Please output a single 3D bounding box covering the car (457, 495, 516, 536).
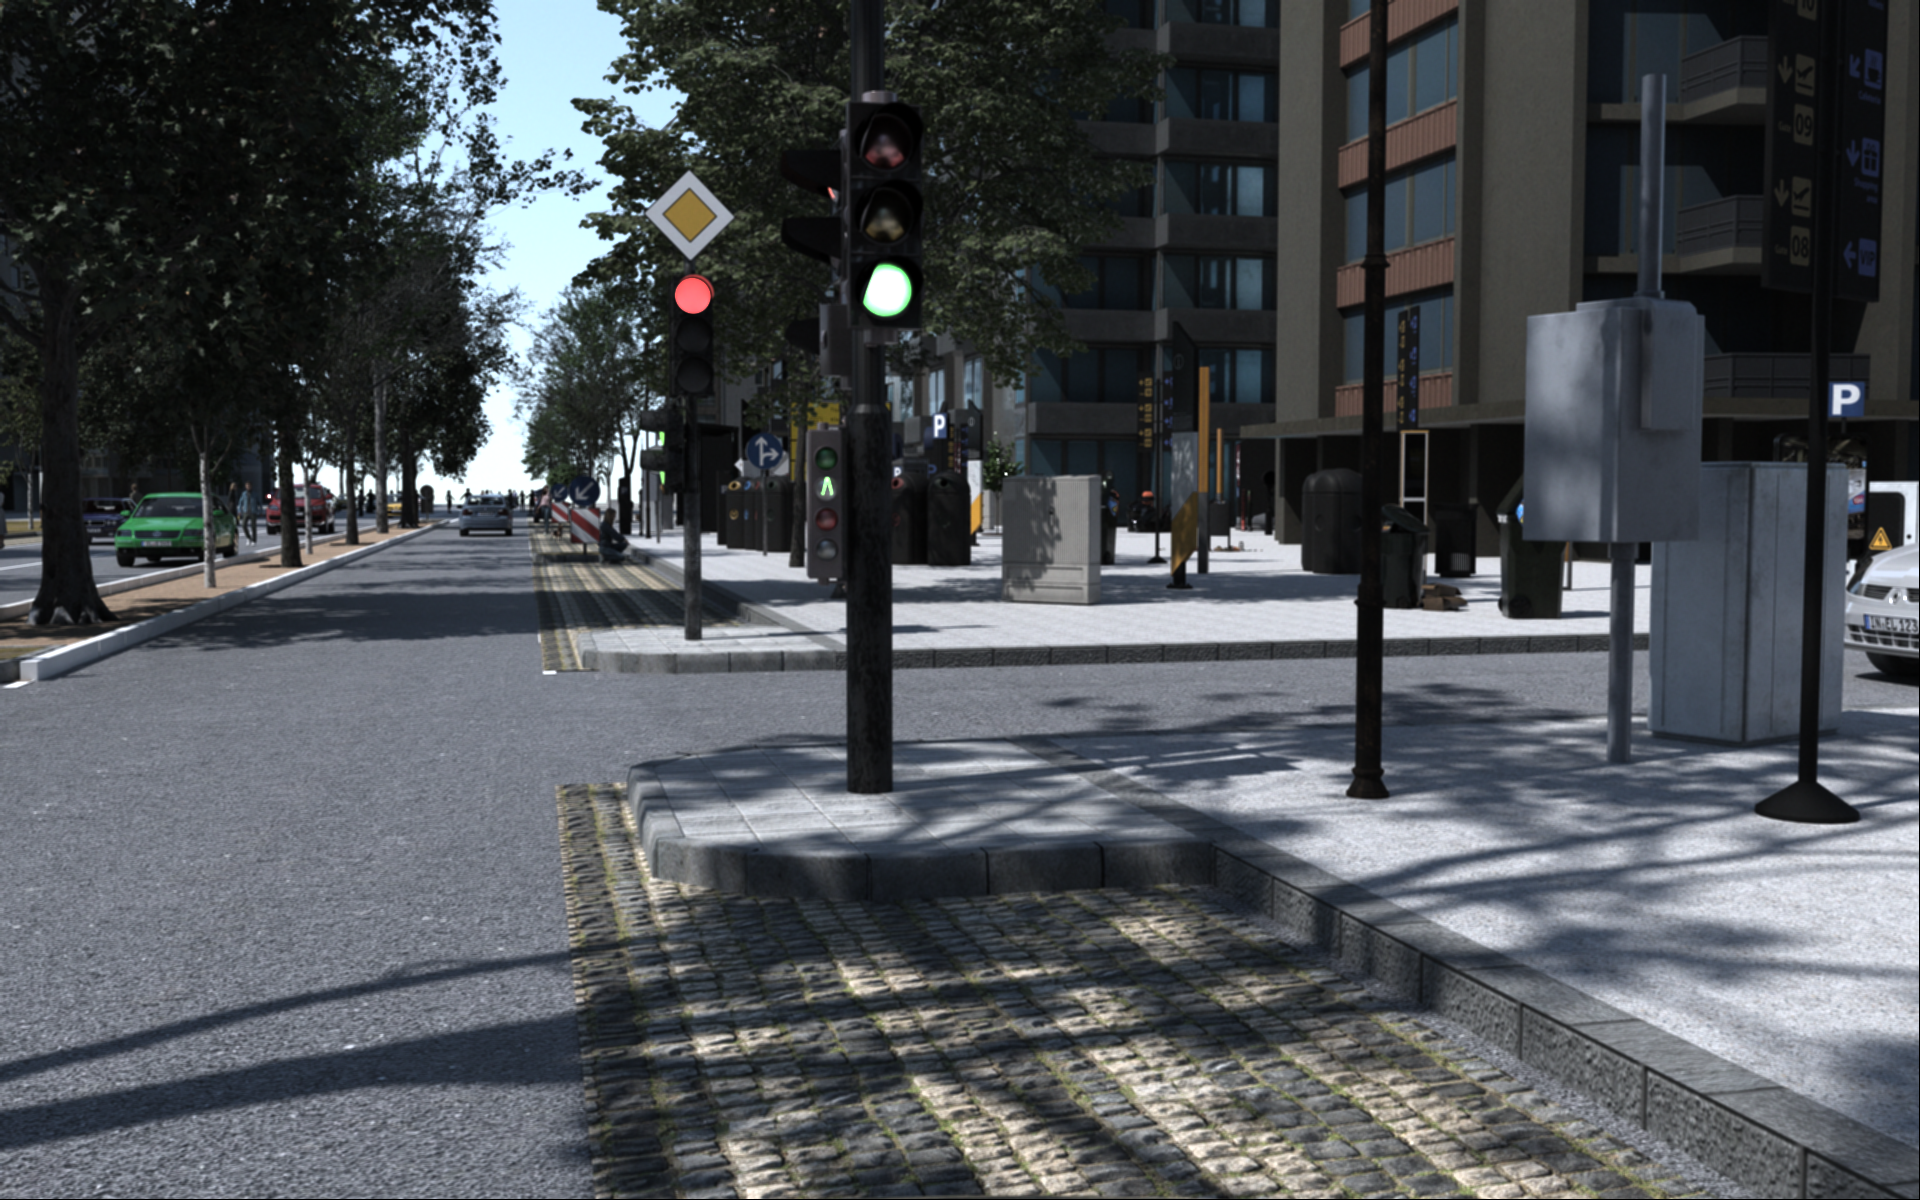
[{"bbox_3d":[-16.432,-2.941,60.085,2.014,1.417,4.499,-1,4,-14],"label":"car"}]

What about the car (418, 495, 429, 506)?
[{"bbox_3d":[-58.789,-10.830,189.432,2.083,1.381,4.827,-1,4,-13],"label":"car"}]

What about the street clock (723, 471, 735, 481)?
[{"bbox_3d":[-7.248,-3.037,54.221,0.358,2.002,0.471,1,4,17],"label":"street clock"}]

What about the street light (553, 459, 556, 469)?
[{"bbox_3d":[-47.967,-14.196,204.894,0.468,5.910,1.993,-1,4,-14],"label":"street light"}]

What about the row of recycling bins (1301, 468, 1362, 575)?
[{"bbox_3d":[6.265,-1.353,29.229,1.069,1.692,3.534,0,4,7],"label":"row of recycling bins"}]

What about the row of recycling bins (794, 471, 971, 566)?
[{"bbox_3d":[-1.302,-1.515,31.881,3.534,1.692,1.069,2,4,34],"label":"row of recycling bins"}]

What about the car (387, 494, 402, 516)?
[{"bbox_3d":[-32.962,-5.587,101.563,2.015,1.641,3.980,-1,4,-15],"label":"car"}]

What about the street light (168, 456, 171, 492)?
[{"bbox_3d":[-38.902,-6.873,85.158,0.468,5.910,1.993,-1,4,-14],"label":"street light"}]

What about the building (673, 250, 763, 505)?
[{"bbox_3d":[-28.378,-26.981,212.834,14.160,30.474,14.107,-1,4,-14],"label":"building"}]

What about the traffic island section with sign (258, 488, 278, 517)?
[{"bbox_3d":[-42.481,-6.060,107.705,1.989,1.847,2.006,-1,4,-14],"label":"traffic island section with sign"}]

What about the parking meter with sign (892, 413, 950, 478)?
[{"bbox_3d":[-1.077,-2.486,36.900,1.738,3.016,0.543,-3,4,-36],"label":"parking meter with sign"}]

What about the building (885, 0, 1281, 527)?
[{"bbox_3d":[8.599,-28.100,79.041,23.786,49.044,30.456,-1,4,-14],"label":"building"}]

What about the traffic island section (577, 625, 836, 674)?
[{"bbox_3d":[-2.327,0.429,15.264,2.009,0.180,2.903,-1,4,-14],"label":"traffic island section"}]

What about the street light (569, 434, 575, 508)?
[{"bbox_3d":[-27.859,-9.286,124.614,0.468,5.910,1.993,-1,4,-14],"label":"street light"}]

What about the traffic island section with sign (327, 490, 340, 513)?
[{"bbox_3d":[-49.064,-7.661,133.881,1.989,1.847,2.006,-1,4,-14],"label":"traffic island section with sign"}]

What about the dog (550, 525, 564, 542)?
[{"bbox_3d":[-12.096,-1.999,51.975,0.540,0.507,0.406,0,4,6],"label":"dog"}]

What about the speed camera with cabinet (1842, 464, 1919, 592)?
[{"bbox_3d":[12.853,-1.741,22.799,0.660,3.252,2.038,-2,4,-30],"label":"speed camera with cabinet"}]

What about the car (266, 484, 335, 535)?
[{"bbox_3d":[-23.931,-3.319,62.941,2.281,1.827,5.304,-1,4,-16],"label":"car"}]

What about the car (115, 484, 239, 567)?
[{"bbox_3d":[-16.122,-1.649,35.761,1.959,1.807,4.718,-1,4,-14],"label":"car"}]

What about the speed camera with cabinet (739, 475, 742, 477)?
[{"bbox_3d":[-10.839,-5.452,83.481,0.660,3.252,2.038,-2,4,-31],"label":"speed camera with cabinet"}]

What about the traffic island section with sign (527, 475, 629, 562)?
[{"bbox_3d":[-8.169,-1.741,37.092,1.989,1.847,2.006,-1,4,-14],"label":"traffic island section with sign"}]

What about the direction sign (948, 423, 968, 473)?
[{"bbox_3d":[-0.081,-3.891,55.616,0.876,3.537,0.379,0,4,2],"label":"direction sign"}]

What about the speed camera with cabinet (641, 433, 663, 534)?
[{"bbox_3d":[-10.095,-3.822,56.827,0.660,3.252,2.038,0,4,-7],"label":"speed camera with cabinet"}]

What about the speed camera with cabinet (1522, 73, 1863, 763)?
[{"bbox_3d":[3.739,-0.886,8.826,2.038,3.252,0.660,-2,4,-35],"label":"speed camera with cabinet"}]

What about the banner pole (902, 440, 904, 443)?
[{"bbox_3d":[-2.709,-4.945,70.870,0.863,3.779,0.401,0,4,-6],"label":"banner pole"}]

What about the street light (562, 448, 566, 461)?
[{"bbox_3d":[-37.171,-11.601,162.470,0.468,5.910,1.993,-1,4,-14],"label":"street light"}]

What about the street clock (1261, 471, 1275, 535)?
[{"bbox_3d":[9.665,-3.033,54.162,0.471,2.002,0.358,-1,4,-12],"label":"street clock"}]

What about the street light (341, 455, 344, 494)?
[{"bbox_3d":[-59.115,-11.806,165.817,0.468,5.910,1.993,-1,4,-14],"label":"street light"}]

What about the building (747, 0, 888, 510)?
[{"bbox_3d":[-5.487,-29.673,139.784,22.147,44.769,28.867,-1,4,-14],"label":"building"}]

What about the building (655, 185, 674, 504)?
[{"bbox_3d":[-29.844,-35.498,235.013,22.147,44.769,28.867,-1,4,-14],"label":"building"}]

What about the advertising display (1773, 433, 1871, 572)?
[{"bbox_3d":[9.123,-0.805,18.378,0.974,1.923,0.123,0,4,0],"label":"advertising display"}]

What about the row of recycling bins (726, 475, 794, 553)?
[{"bbox_3d":[-4.429,-1.984,39.547,1.069,1.692,3.534,-2,4,-26],"label":"row of recycling bins"}]

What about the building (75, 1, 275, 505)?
[{"bbox_3d":[-96.125,-40.748,208.231,21.231,58.520,28.212,-1,4,-14],"label":"building"}]

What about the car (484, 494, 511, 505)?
[{"bbox_3d":[-29.045,-5.876,107.876,2.131,1.459,4.920,-1,4,-16],"label":"car"}]

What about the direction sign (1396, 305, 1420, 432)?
[{"bbox_3d":[5.492,-1.792,21.296,0.379,3.537,0.876,0,4,-1],"label":"direction sign"}]

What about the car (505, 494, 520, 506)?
[{"bbox_3d":[-54.024,-12.024,208.381,2.131,1.459,4.920,-1,4,-16],"label":"car"}]

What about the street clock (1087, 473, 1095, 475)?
[{"bbox_3d":[4.596,-3.445,60.902,0.358,2.002,0.471,1,4,16],"label":"street clock"}]

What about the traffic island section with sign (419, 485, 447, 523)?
[{"bbox_3d":[-26.599,-4.781,86.305,2.006,1.907,1.989,-1,4,-14],"label":"traffic island section with sign"}]

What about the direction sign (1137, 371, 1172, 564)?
[{"bbox_3d":[3.660,-2.449,32.031,0.876,3.537,0.379,3,4,36],"label":"direction sign"}]

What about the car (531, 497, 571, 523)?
[{"bbox_3d":[-20.336,-4.503,86.207,1.945,1.354,3.894,-1,4,-13],"label":"car"}]

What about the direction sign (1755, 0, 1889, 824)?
[{"bbox_3d":[3.379,-0.906,6.806,0.876,3.537,0.379,-3,4,-37],"label":"direction sign"}]

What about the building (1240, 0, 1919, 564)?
[{"bbox_3d":[21.985,-23.738,42.736,28.867,44.769,22.147,-1,4,-14],"label":"building"}]

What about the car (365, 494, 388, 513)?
[{"bbox_3d":[-45.017,-7.498,134.392,2.131,1.459,4.920,-1,4,-14],"label":"car"}]

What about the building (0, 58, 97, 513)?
[{"bbox_3d":[-78.183,-32.448,119.760,28.713,52.752,27.495,-1,4,-14],"label":"building"}]

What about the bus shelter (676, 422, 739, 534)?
[{"bbox_3d":[-8.655,-4.142,59.000,1.731,3.624,6.357,-1,4,-14],"label":"bus shelter"}]

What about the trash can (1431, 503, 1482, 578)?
[{"bbox_3d":[7.618,-0.915,26.614,0.748,1.137,0.748,0,3,0],"label":"trash can"}]

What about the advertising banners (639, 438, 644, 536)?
[{"bbox_3d":[-9.815,-3.497,53.370,0.090,3.025,2.074,0,4,-8],"label":"advertising banners"}]

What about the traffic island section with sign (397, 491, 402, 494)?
[{"bbox_3d":[-69.317,-12.591,214.487,1.989,1.847,2.006,-1,4,-14],"label":"traffic island section with sign"}]

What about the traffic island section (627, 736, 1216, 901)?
[{"bbox_3d":[-0.380,0.903,7.519,2.009,0.180,2.903,-1,4,-14],"label":"traffic island section"}]

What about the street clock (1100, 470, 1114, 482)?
[{"bbox_3d":[4.408,-2.902,52.019,0.358,2.002,0.471,3,5,40],"label":"street clock"}]

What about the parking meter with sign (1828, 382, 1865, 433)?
[{"bbox_3d":[13.943,-1.929,27.807,0.543,3.016,1.738,1,4,13],"label":"parking meter with sign"}]

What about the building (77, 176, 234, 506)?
[{"bbox_3d":[-95.003,-29.989,182.209,32.217,40.220,23.993,-1,4,-14],"label":"building"}]

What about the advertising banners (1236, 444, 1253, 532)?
[{"bbox_3d":[9.805,-3.890,59.792,0.090,3.025,2.074,0,4,-6],"label":"advertising banners"}]

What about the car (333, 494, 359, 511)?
[{"bbox_3d":[-52.360,-8.418,147.864,2.015,1.641,3.980,-1,4,-13],"label":"car"}]

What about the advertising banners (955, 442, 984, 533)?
[{"bbox_3d":[0.274,-3.775,57.914,0.090,3.025,2.074,-2,4,-27],"label":"advertising banners"}]

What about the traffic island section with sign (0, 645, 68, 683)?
[{"bbox_3d":[-8.270,-0.324,13.428,2.006,1.907,1.989,-1,4,-14],"label":"traffic island section with sign"}]

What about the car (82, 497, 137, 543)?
[{"bbox_3d":[-24.701,-2.286,49.955,1.945,1.354,3.894,-1,4,-16],"label":"car"}]

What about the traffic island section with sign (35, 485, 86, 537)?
[{"bbox_3d":[-30.294,-3.093,59.205,1.989,1.847,2.006,-1,4,-14],"label":"traffic island section with sign"}]
